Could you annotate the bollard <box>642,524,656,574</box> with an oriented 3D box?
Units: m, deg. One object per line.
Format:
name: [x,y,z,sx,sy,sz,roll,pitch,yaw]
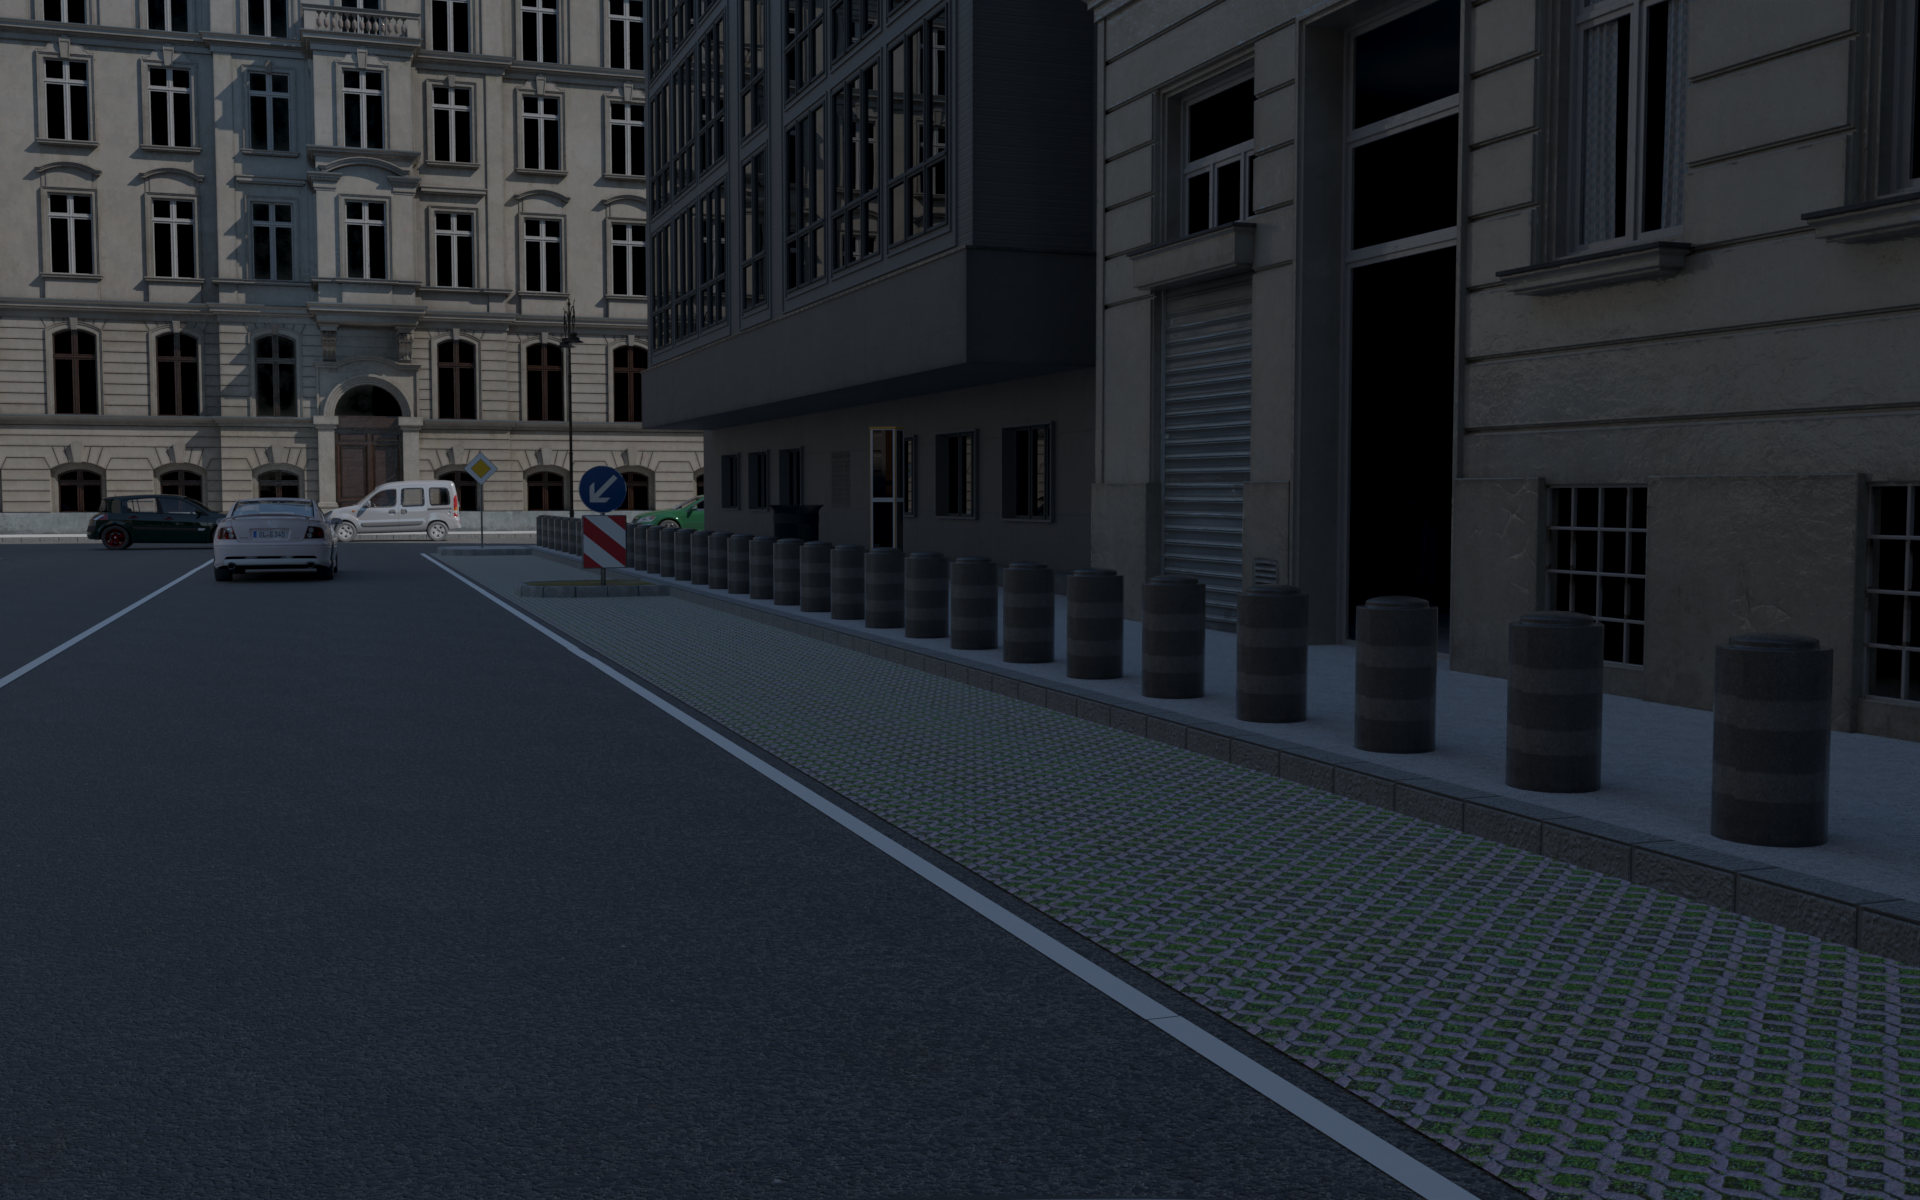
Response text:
bollard: [-4.868,-0.814,28.033,0.404,0.777,0.398,0,3,0]

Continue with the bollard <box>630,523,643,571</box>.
bollard: [-5.281,-0.884,29.165,0.404,0.777,0.398,0,3,0]

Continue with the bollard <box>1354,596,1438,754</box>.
bollard: [2.195,0.367,8.722,0.404,0.777,0.398,0,3,0]

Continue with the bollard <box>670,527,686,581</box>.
bollard: [-4.044,-0.676,25.768,0.404,0.777,0.398,0,3,0]

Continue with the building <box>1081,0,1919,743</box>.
building: [13.100,-10.621,6.945,16.112,22.955,30.059,-1,4,-20]

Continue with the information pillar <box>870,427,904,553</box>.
information pillar: [-0.800,-0.892,19.071,0.304,2.012,0.304,1,4,16]

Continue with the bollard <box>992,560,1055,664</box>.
bollard: [0.527,0.089,13.268,0.404,0.777,0.398,0,3,0]

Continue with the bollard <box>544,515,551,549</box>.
bollard: [-9.434,-1.578,40.511,0.404,0.777,0.398,0,3,0]

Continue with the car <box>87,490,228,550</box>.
car: [-20.500,-2.172,45.298,4.222,1.686,2.009,-1,4,-20]

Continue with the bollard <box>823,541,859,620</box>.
bollard: [-1.129,-0.189,17.807,0.404,0.777,0.398,0,3,0]

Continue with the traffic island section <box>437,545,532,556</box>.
traffic island section: [-11.403,-1.170,41.413,2.009,0.180,2.903,-1,4,-20]

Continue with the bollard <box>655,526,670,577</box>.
bollard: [-4.455,-0.745,26.897,0.404,0.777,0.398,0,3,0]

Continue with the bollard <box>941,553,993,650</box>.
bollard: [0.118,0.019,14.405,0.404,0.777,0.398,0,3,0]

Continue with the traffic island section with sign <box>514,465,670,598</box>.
traffic island section with sign: [-5.318,-0.987,24.759,1.989,1.847,2.006,-1,4,-20]

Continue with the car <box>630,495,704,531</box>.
car: [-7.821,-2.573,53.867,4.920,1.459,2.131,-1,4,-22]

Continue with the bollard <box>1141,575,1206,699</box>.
bollard: [1.356,0.227,11.002,0.404,0.777,0.398,0,3,0]

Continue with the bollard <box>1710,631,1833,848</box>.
bollard: [3.022,0.505,6.455,0.404,0.777,0.398,0,3,0]

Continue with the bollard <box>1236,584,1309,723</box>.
bollard: [1.776,0.297,9.858,0.404,0.777,0.398,0,3,0]

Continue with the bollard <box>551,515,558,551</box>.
bollard: [-9.016,-1.508,39.373,0.404,0.777,0.398,0,3,0]

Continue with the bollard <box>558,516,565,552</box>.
bollard: [-8.595,-1.438,38.232,0.404,0.777,0.398,0,3,0]

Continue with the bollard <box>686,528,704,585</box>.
bollard: [-3.623,-0.606,24.629,0.404,0.777,0.398,0,3,0]

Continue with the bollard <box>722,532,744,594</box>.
bollard: [-2.799,-0.468,22.369,0.404,0.777,0.398,0,3,0]

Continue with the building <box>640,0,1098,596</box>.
building: [3.027,-14.578,31.855,14.314,27.812,24.014,-1,4,-20]

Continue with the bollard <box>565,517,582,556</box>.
bollard: [-8.181,-1.369,37.093,0.404,0.777,0.398,0,3,0]

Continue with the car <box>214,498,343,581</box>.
car: [-11.805,-1.079,30.011,2.083,1.381,4.827,-1,4,-18]

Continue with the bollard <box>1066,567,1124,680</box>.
bollard: [0.946,0.158,12.132,0.404,0.777,0.398,0,3,0]

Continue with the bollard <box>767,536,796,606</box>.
bollard: [-1.963,-0.328,20.079,0.404,0.777,0.398,0,3,0]

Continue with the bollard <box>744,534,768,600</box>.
bollard: [-2.378,-0.398,21.223,0.404,0.777,0.398,0,3,0]

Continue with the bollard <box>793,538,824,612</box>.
bollard: [-1.549,-0.258,18.941,0.404,0.777,0.398,0,3,0]

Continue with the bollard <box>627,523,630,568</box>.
bollard: [-5.694,-0.953,30.294,0.404,0.777,0.398,0,3,0]

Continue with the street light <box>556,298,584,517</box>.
street light: [-9.229,-4.175,41.046,0.468,5.910,1.993,-1,4,-20]

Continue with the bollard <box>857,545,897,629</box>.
bollard: [-0.719,-0.120,16.673,0.404,0.777,0.398,0,3,0]

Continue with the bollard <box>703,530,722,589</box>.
bollard: [-3.211,-0.537,23.500,0.404,0.777,0.398,0,3,0]

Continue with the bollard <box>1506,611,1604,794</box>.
bollard: [2.607,0.436,7.593,0.404,0.777,0.398,0,3,0]

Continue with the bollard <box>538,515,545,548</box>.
bollard: [-9.846,-1.647,41.648,0.404,0.777,0.398,0,3,0]

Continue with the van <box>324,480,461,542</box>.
van: [-17.351,-2.798,52.761,4.112,2.044,2.013,-1,4,-18]

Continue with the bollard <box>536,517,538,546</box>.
bollard: [-10.263,-1.717,42.784,0.404,0.777,0.398,0,3,0]

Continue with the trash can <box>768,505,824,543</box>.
trash can: [-2.199,-0.711,23.283,0.748,1.137,0.748,0,3,0]

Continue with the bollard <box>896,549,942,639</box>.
bollard: [-0.298,-0.050,15.537,0.404,0.777,0.398,0,3,0]

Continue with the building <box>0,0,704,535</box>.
building: [-21.597,-14.880,62.373,34.723,24.649,14.460,-1,4,-20]

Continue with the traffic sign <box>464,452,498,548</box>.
traffic sign: [-11.422,-2.305,41.328,0.795,2.450,0.064,-1,4,-20]
